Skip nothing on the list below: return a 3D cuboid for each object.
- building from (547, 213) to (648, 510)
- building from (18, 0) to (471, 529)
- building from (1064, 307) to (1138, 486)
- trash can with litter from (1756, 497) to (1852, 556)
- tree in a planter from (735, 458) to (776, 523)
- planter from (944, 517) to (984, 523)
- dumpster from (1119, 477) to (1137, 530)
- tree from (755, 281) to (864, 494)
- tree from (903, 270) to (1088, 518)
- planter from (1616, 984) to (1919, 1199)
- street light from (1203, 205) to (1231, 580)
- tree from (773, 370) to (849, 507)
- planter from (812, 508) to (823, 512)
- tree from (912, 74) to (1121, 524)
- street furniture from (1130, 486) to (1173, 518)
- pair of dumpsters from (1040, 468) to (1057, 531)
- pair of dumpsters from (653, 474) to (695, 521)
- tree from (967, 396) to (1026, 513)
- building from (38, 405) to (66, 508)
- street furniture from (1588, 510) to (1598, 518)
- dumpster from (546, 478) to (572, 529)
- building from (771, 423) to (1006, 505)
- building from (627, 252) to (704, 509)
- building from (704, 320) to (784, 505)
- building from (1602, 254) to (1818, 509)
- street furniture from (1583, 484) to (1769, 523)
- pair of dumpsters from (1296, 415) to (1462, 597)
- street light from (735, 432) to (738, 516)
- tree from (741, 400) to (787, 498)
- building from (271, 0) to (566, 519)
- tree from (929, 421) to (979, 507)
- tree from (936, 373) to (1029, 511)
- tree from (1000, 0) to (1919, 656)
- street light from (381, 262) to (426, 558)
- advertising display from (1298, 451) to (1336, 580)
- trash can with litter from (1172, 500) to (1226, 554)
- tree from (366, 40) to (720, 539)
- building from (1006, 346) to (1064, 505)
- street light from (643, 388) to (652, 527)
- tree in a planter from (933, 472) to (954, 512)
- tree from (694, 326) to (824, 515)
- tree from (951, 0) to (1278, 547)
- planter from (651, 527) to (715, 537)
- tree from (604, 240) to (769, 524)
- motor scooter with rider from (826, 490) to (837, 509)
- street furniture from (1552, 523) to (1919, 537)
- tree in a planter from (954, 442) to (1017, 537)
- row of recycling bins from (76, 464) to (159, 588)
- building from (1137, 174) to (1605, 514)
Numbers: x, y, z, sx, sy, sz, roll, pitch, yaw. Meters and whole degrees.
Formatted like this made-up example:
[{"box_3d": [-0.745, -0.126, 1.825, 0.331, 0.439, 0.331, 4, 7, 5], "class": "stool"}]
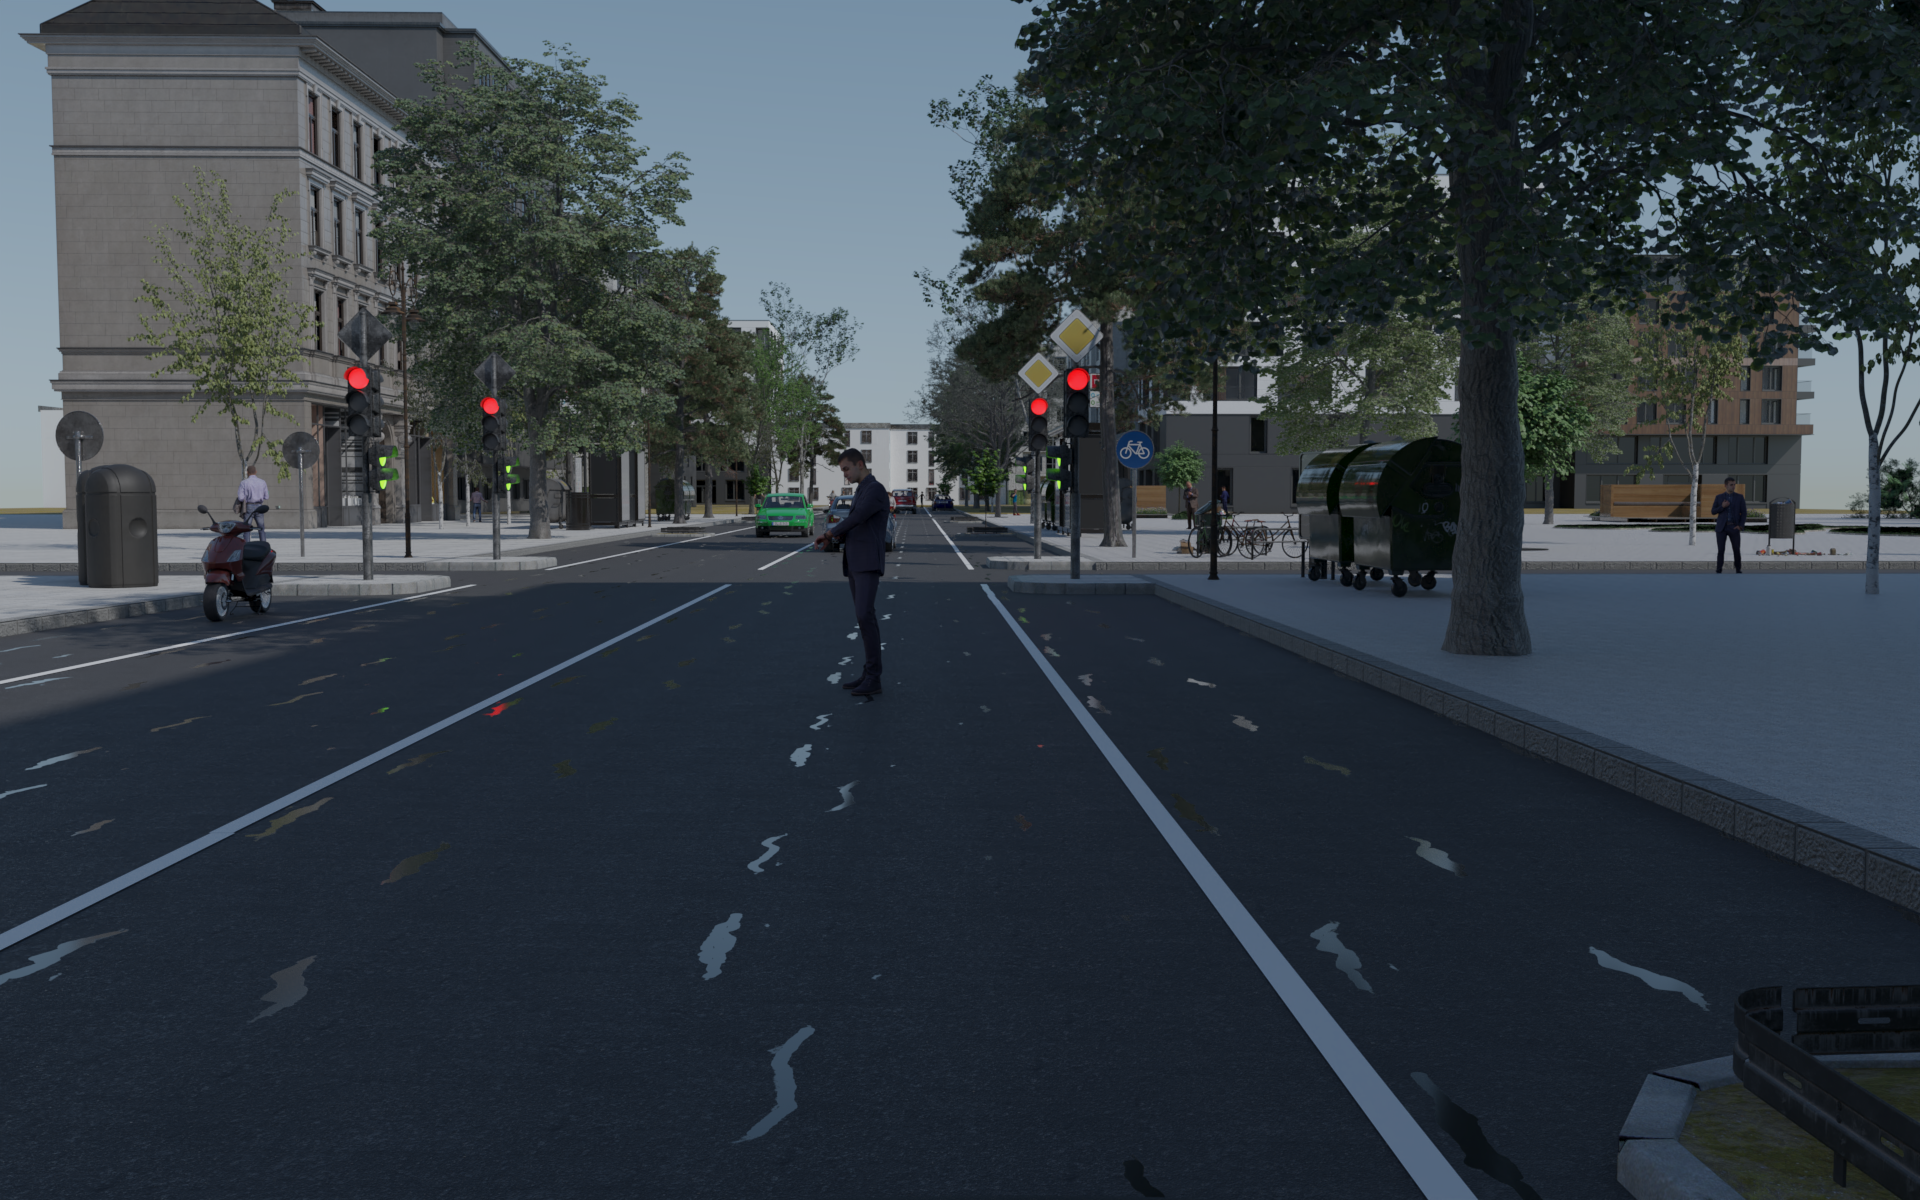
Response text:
[{"box_3d": [-33.224, -15.769, 124.284, 16.747, 18.905, 31.486, 0, 4, -2], "class": "building"}, {"box_3d": [-28.273, -13.028, 63.912, 10.553, 20.767, 40.483, 0, 4, -2], "class": "building"}, {"box_3d": [19.529, -17.902, 159.156, 16.747, 18.905, 31.486, 0, 4, -2], "class": "building"}, {"box_3d": [17.699, -1.547, 36.359, 2.233, 1.210, 1.678, 0, 4, 4], "class": "trash can with litter"}, {"box_3d": [-10.167, -5.462, 86.524, 1.991, 3.239, 1.994, 0, 4, -2], "class": "tree in a planter"}, {"box_3d": [0.180, -3.967, 86.002, 1.991, 0.319, 1.994, 0, 4, -2], "class": "planter"}, {"box_3d": [5.562, -3.391, 61.198, 1.264, 1.857, 1.865, 0, 4, -2], "class": "dumpster"}, {"box_3d": [-15.810, -18.410, 156.894, 12.611, 20.169, 13.585, 0, 3, 0], "class": "tree"}, {"box_3d": [2.164, -11.255, 94.388, 12.009, 13.543, 11.850, 0, 3, 0], "class": "tree"}, {"box_3d": [2.373, 1.094, 3.246, 1.991, 0.319, 1.994, 0, 4, -2], "class": "planter"}, {"box_3d": [3.799, -3.241, 25.772, 0.468, 5.910, 1.993, 0, 4, -2], "class": "street light"}, {"box_3d": [-14.933, -16.368, 175.040, 7.806, 13.903, 7.818, 0, 3, 0], "class": "tree"}, {"box_3d": [-11.491, -7.055, 136.481, 1.991, 0.319, 1.994, 0, 4, -2], "class": "planter"}, {"box_3d": [4.123, -13.430, 75.464, 12.611, 20.169, 13.585, 0, 3, 0], "class": "tree"}, {"box_3d": [7.085, -5.340, 94.164, 9.812, 1.723, 11.010, 0, 4, 4], "class": "street furniture"}, {"box_3d": [3.653, -3.649, 62.159, 1.574, 2.255, 4.436, 0, 4, -1], "class": "pair of dumpsters"}, {"box_3d": [-13.740, -4.931, 83.111, 1.574, 2.255, 4.436, 0, 4, -2], "class": "pair of dumpsters"}, {"box_3d": [2.347, -10.377, 120.032, 4.360, 8.622, 3.978, 0, 3, 0], "class": "tree"}, {"box_3d": [-73.300, -13.874, 168.989, 28.070, 9.664, 9.099, 0, 4, -2], "class": "building"}, {"box_3d": [38.485, -4.900, 95.738, 5.734, 0.657, 10.072, 3, 5, 40], "class": "street furniture"}, {"box_3d": [-15.064, -3.546, 63.730, 1.264, 1.857, 1.865, 0, 4, -1], "class": "dumpster"}, {"box_3d": [-8.400, -16.270, 208.159, 28.070, 9.664, 9.099, 0, 4, -2], "class": "building"}, {"box_3d": [-42.053, -19.315, 159.780, 32.646, 21.610, 27.936, 0, 4, -2], "class": "building"}, {"box_3d": [-39.006, -22.797, 216.702, 32.646, 21.610, 27.936, 0, 4, -2], "class": "building"}, {"box_3d": [56.525, -19.430, 161.655, 32.646, 21.610, 27.936, 0, 4, -2], "class": "building"}, {"box_3d": [34.484, -4.544, 81.143, 9.812, 1.723, 11.010, 0, 4, 6], "class": "street furniture"}, {"box_3d": [5.806, -1.281, 23.437, 1.574, 2.255, 4.436, 0, 4, -1], "class": "pair of dumpsters"}, {"box_3d": [-12.851, -7.749, 99.489, 0.468, 5.910, 1.993, 0, 4, -2], "class": "street light"}, {"box_3d": [-14.473, -10.860, 127.926, 4.360, 8.622, 3.978, 0, 3, 0], "class": "tree"}, {"box_3d": [-31.108, -18.503, 96.036, 14.314, 27.812, 24.014, 0, 4, -2], "class": "building"}, {"box_3d": [0.255, -15.891, 177.948, 7.486, 12.596, 7.792, 0, 3, 0], "class": "tree"}, {"box_3d": [1.907, -12.400, 128.496, 9.928, 11.665, 9.643, 0, 3, 0], "class": "tree"}, {"box_3d": [4.173, -6.539, 13.576, 9.857, 13.997, 8.962, 0, 3, 0], "class": "tree"}, {"box_3d": [-11.103, -3.786, 34.684, 0.468, 5.910, 1.993, 0, 4, -2], "class": "street light"}, {"box_3d": [5.427, -1.284, 26.206, 0.123, 1.923, 0.974, -1, 4, -20], "class": "advertising display"}, {"box_3d": [5.130, -1.577, 37.168, 1.055, 1.170, 0.624, -1, 4, -14], "class": "trash can with litter"}, {"box_3d": [-11.948, -8.722, 49.252, 9.857, 13.997, 8.962, 0, 3, 0], "class": "tree"}, {"box_3d": [21.259, -21.178, 212.714, 31.486, 18.905, 16.747, 0, 4, -2], "class": "building"}, {"box_3d": [-11.968, -5.738, 66.610, 0.468, 5.910, 1.993, 0, 4, -2], "class": "street light"}, {"box_3d": [-1.172, -8.505, 136.277, 1.991, 3.239, 1.994, 0, 4, -2], "class": "tree in a planter"}, {"box_3d": [-13.090, -11.156, 108.152, 9.928, 11.665, 9.643, 0, 3, 0], "class": "tree"}, {"box_3d": [3.476, -8.230, 41.978, 7.806, 13.903, 7.818, 0, 3, 0], "class": "tree"}, {"box_3d": [-9.427, -2.329, 59.218, 1.991, 0.319, 1.994, 0, 4, -2], "class": "planter"}, {"box_3d": [-12.115, -9.326, 74.541, 6.751, 12.117, 7.091, 0, 3, 0], "class": "tree"}, {"box_3d": [-8.861, -6.788, 119.947, 0.876, 1.779, 1.986, 0, 4, -1], "class": "motor scooter with rider"}, {"box_3d": [31.893, -3.020, 54.400, 14.083, 1.986, 27.439, -1, 4, -15], "class": "street furniture"}, {"box_3d": [0.887, -3.777, 58.978, 1.991, 3.239, 1.994, 0, 4, -2], "class": "tree in a planter"}, {"box_3d": [-12.231, -1.098, 25.058, 1.069, 1.692, 3.534, -2, 4, -28], "class": "row of recycling bins"}, {"box_3d": [26.660, -17.307, 126.938, 27.936, 21.610, 32.646, 0, 4, -2], "class": "building"}]
